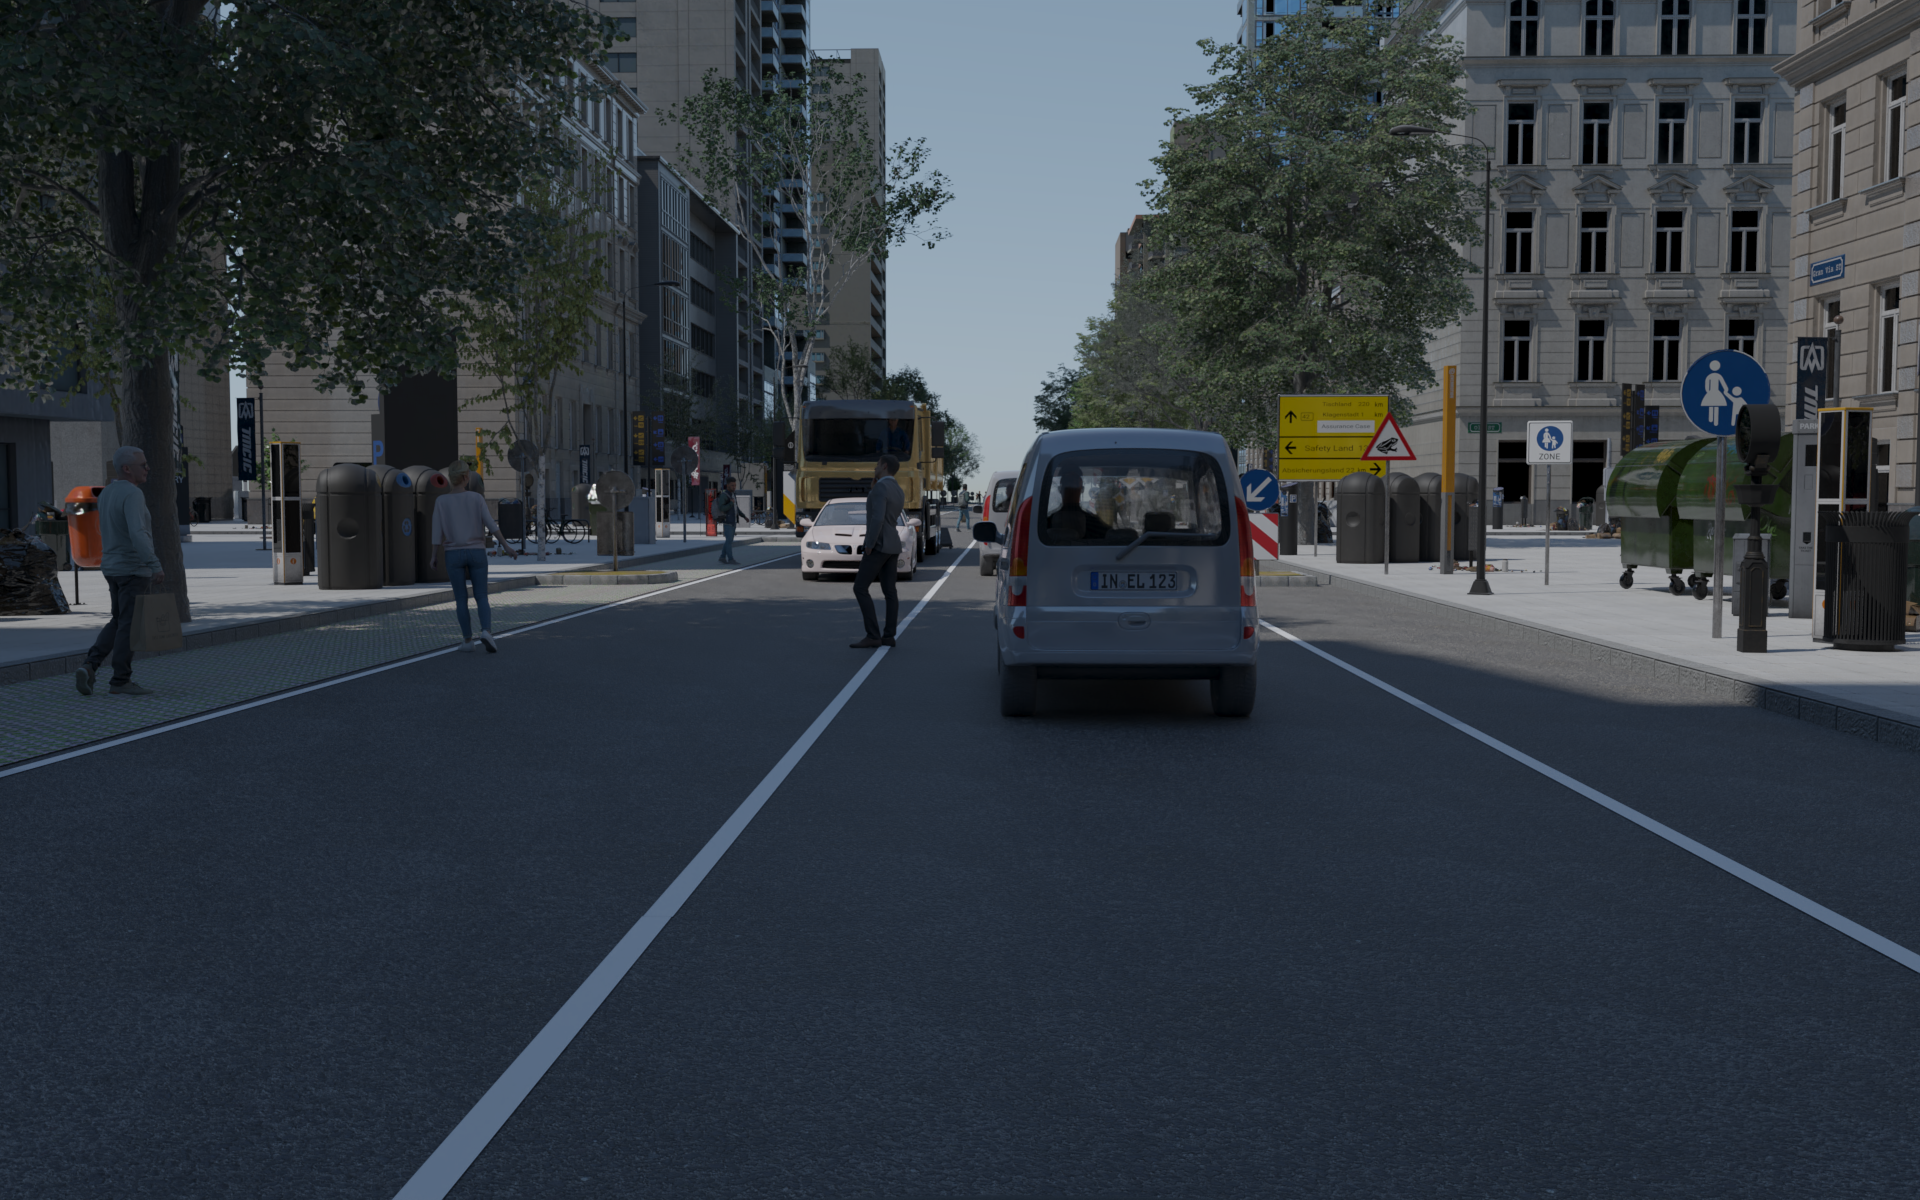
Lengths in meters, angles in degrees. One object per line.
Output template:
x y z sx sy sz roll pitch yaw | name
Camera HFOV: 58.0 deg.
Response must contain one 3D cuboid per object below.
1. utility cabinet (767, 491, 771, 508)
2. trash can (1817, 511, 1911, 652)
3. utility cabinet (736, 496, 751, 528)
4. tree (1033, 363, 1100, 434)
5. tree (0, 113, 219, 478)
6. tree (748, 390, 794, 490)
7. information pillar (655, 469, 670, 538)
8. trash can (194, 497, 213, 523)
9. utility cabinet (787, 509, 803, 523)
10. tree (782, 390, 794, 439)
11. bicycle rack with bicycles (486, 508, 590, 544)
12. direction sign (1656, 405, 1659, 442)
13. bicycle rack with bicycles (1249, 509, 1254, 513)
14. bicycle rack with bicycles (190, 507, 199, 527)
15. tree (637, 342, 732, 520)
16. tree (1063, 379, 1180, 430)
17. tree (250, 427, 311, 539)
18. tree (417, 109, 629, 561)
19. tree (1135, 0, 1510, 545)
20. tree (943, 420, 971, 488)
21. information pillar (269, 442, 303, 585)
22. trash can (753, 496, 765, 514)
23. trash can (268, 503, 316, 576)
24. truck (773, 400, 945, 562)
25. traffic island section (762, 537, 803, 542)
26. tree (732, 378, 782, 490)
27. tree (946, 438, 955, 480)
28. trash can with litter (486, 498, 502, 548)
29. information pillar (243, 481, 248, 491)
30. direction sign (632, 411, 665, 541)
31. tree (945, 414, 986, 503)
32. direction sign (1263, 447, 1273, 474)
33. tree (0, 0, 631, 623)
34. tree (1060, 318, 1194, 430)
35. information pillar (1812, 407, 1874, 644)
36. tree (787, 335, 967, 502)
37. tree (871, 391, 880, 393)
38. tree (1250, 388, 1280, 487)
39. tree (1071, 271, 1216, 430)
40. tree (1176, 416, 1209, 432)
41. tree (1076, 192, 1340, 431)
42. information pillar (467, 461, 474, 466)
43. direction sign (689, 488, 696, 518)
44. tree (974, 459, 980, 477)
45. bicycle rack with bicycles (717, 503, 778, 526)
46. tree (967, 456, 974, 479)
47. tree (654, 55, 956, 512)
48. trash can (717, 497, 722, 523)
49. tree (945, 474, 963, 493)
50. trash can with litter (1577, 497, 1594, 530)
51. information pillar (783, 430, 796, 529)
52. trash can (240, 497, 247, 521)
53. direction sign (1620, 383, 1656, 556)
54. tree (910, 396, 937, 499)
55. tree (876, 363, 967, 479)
-14.400 -7.594 132.846 0.318 1.500 1.173 2 4 25 | utility cabinet
7.470 -0.161 14.284 0.748 1.137 0.748 0 3 0 | trash can
-8.507 -3.351 65.945 1.020 1.237 0.306 0 4 1 | utility cabinet
11.632 -15.979 167.911 9.857 13.997 8.962 0 3 0 | tree
-15.517 -4.991 31.959 4.737 8.622 4.395 0 3 0 | tree
-13.043 -10.488 121.844 4.737 8.622 4.395 0 3 0 | tree
-8.695 -2.824 50.663 0.304 2.012 0.304 3 5 40 | information pillar
-33.721 -4.010 77.223 0.748 1.137 0.748 0 3 0 | trash can
-7.192 -4.046 77.314 1.020 1.237 0.306 -1 4 -13 | utility cabinet
-11.407 -9.870 111.733 4.360 8.622 3.978 0 3 0 | tree
-10.917 -1.948 45.240 2.925 0.926 2.852 2 4 27 | bicycle rack with bicycles
17.394 -3.199 44.307 0.876 3.537 0.379 0 4 4 | direction sign
17.007 -4.753 91.097 2.852 0.926 2.925 -2 4 -32 | bicycle rack with bicycles
-31.761 -3.351 68.172 2.925 0.926 2.852 3 5 40 | bicycle rack with bicycles
-13.524 -8.212 84.627 4.360 8.622 3.978 0 3 0 | tree
11.119 -11.439 121.435 8.767 10.594 7.601 -2 4 -35 | tree
-19.814 -3.384 49.925 1.663 3.219 1.824 0 3 0 | tree
-8.215 -5.067 33.205 4.737 8.622 4.395 0 3 0 | tree
8.610 -8.363 43.390 9.857 13.997 8.962 0 3 0 | tree
-2.237 -18.780 232.815 9.928 11.665 9.643 0 3 0 | tree
-9.499 -1.220 24.435 0.304 2.012 0.304 3 4 39 | information pillar
-12.683 -5.964 109.159 0.748 1.137 0.748 0 3 0 | trash can
-10.458 -0.951 27.194 0.748 1.137 0.748 0 3 0 | trash can
-1.890 -2.604 38.503 3.469 3.379 9.791 0 4 2 | truck
-4.863 -1.865 52.777 2.009 0.180 2.903 0 4 2 | traffic island section
-13.394 -9.497 105.632 4.360 8.622 3.978 0 3 0 | tree
-2.517 -15.559 204.746 4.360 8.622 3.978 0 3 0 | tree
-11.501 -1.812 41.016 0.624 1.170 1.055 2 4 24 | trash can with litter
-49.292 -7.836 119.473 0.183 3.616 0.504 0 4 6 | information pillar
-8.494 -3.384 47.326 0.876 3.537 0.379 0 4 3 | direction sign
-1.185 -21.601 263.539 12.009 13.543 11.850 0 3 0 | tree
14.982 -5.647 84.320 0.379 3.537 0.876 3 5 40 | direction sign
-7.938 -6.743 16.911 9.857 13.997 8.962 0 3 0 | tree
9.631 -10.469 96.922 9.928 11.665 9.643 0 3 0 | tree
7.563 -0.634 14.852 0.304 2.012 0.304 -1 4 -18 | information pillar
-5.558 -10.200 101.183 8.767 10.594 7.601 -3 5 -43 | tree
-5.562 -10.274 118.347 4.737 8.622 4.395 0 3 0 | tree
17.521 -8.893 95.764 4.360 8.622 3.978 0 3 0 | tree
9.420 -10.413 88.377 7.486 12.596 7.792 0 3 0 | tree
16.559 -11.016 130.480 4.737 8.622 4.395 0 3 0 | tree
9.550 -9.583 67.053 12.009 13.543 11.850 0 3 0 | tree
-10.848 -2.059 38.164 0.304 2.012 0.304 -1 4 -13 | information pillar
-14.619 -6.268 94.471 0.876 3.537 0.379 2 4 29 | direction sign
-0.282 -21.933 293.018 8.767 10.594 7.601 1 4 19 | tree
-8.807 -3.487 70.395 2.925 0.926 2.852 -2 4 -29 | bicycle rack with bicycles
-3.923 -14.622 173.479 7.601 10.594 8.767 -1 4 -19 | tree
-5.613 -13.275 72.938 12.611 20.169 13.585 0 3 0 | tree
-10.405 -3.946 76.166 0.748 1.137 0.748 0 3 0 | trash can
-1.068 -17.925 276.789 4.285 4.588 4.351 0 3 0 | tree
22.457 -3.118 62.366 0.624 1.170 1.055 1 4 10 | trash can with litter
-6.234 -4.410 63.464 0.504 3.616 0.183 2 4 26 | information pillar
-33.421 -4.264 81.376 0.748 1.137 0.748 0 3 0 | trash can
13.827 -2.671 35.661 0.876 3.537 0.379 -3 5 -40 | direction sign
-4.260 -10.856 127.865 4.360 8.622 3.978 0 3 0 | tree
-4.626 -14.394 152.343 9.611 12.733 9.660 0 3 0 | tree
